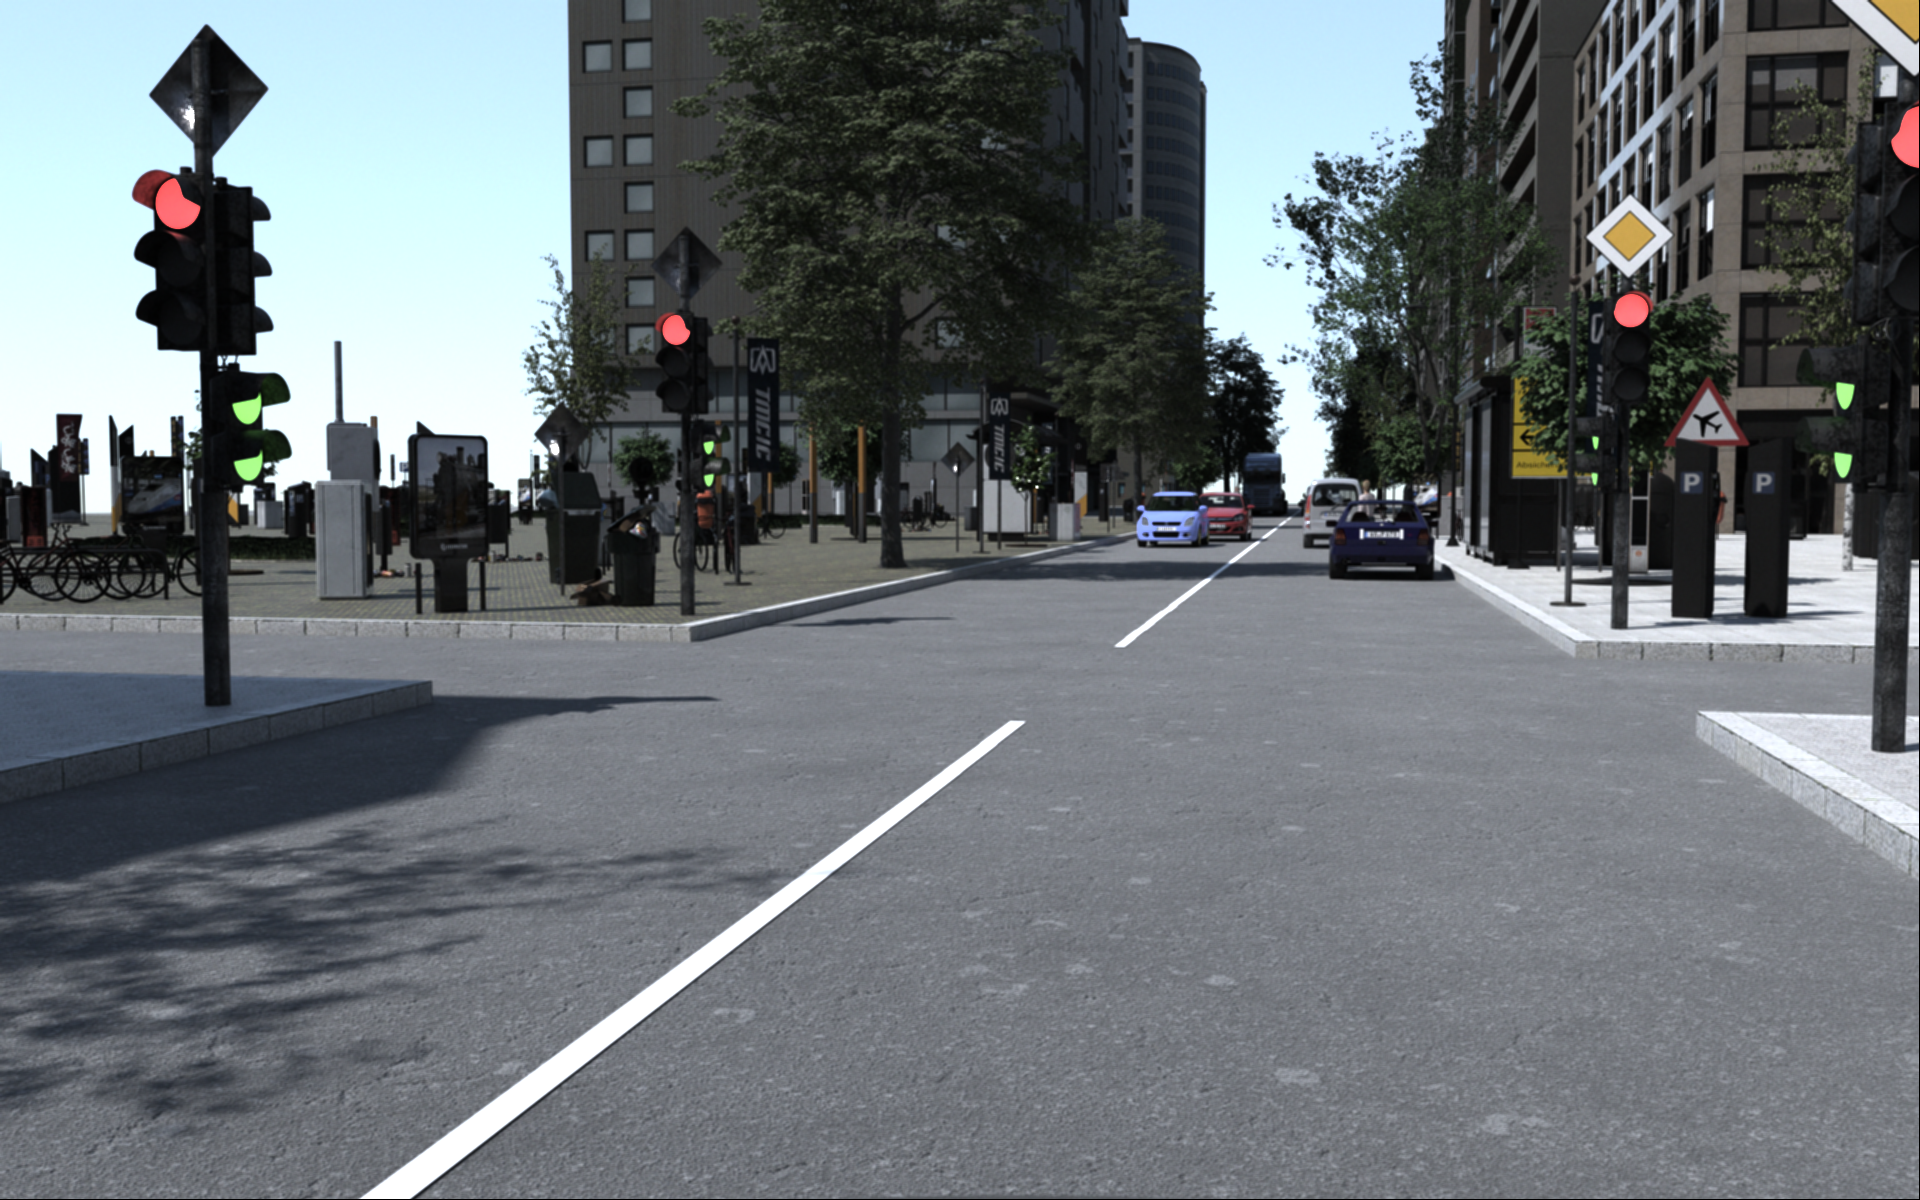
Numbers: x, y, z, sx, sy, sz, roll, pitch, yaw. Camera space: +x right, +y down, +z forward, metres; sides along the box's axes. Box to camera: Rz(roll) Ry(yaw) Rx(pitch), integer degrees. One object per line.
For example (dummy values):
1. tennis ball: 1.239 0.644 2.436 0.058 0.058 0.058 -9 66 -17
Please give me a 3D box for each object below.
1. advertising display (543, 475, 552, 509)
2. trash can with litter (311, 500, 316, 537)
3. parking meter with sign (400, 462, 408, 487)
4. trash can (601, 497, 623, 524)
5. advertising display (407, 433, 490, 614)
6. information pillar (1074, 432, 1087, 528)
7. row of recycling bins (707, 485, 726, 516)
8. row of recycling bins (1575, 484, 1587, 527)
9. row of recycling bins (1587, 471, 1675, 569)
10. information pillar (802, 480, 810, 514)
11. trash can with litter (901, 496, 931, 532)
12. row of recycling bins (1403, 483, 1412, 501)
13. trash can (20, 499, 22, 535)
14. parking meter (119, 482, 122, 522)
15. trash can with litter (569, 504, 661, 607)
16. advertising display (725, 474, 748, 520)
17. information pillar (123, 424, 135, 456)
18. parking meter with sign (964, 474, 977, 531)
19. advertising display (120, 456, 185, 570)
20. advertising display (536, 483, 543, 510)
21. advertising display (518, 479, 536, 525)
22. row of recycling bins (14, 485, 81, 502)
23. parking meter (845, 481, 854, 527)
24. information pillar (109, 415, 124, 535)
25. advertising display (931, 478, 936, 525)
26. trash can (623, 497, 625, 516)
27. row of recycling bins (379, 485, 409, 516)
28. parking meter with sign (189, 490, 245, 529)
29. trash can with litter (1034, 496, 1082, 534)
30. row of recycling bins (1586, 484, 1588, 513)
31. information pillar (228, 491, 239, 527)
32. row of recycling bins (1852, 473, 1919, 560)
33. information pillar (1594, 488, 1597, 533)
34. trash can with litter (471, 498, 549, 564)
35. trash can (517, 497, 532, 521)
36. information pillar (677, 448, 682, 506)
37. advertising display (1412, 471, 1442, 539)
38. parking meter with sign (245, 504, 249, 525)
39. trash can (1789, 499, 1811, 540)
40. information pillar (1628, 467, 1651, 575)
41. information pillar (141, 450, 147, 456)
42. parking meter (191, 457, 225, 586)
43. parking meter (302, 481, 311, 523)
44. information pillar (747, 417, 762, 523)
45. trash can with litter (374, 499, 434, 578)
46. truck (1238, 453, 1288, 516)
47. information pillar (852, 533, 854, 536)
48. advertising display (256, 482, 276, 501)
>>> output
1. advertising display: -13.054 -3.135 56.474 0.974 1.923 0.123 1 4 19
2. trash can with litter: -15.202 -1.879 42.110 1.055 1.170 0.624 1 4 11
3. parking meter with sign: -30.316 -6.043 95.060 0.543 3.016 1.738 -1 4 -10
4. trash can: -14.084 -3.524 69.271 0.748 1.137 0.748 0 3 0
5. advertising display: -5.543 -0.832 18.818 0.123 1.923 0.974 3 4 36
6. information pillar: 4.493 -4.483 64.649 0.504 3.616 0.183 0 4 1
7. row of recycling bins: -10.774 -4.286 77.194 1.069 1.692 3.534 0 4 -3
8. row of recycling bins: 24.966 -3.776 68.857 1.069 1.692 3.534 0 4 -3
9. row of recycling bins: 12.122 -1.471 31.164 1.069 1.692 3.534 1 4 13
10. information pillar: -7.864 -5.137 88.474 0.304 2.012 0.304 2 4 34
11. trash can with litter: -1.757 -2.956 59.389 1.678 1.210 2.233 2 4 33
12. row of recycling bins: 15.845 -3.217 59.709 1.069 1.692 3.534 1 4 18
13. trash can: -29.368 -2.608 54.298 0.748 1.137 0.748 0 3 0
14. parking meter: -37.929 -4.439 78.284 0.399 1.863 0.255 1 4 16
15. trash can with litter: -3.977 -0.519 19.877 1.055 1.170 0.624 1 4 15
16. advertising display: -6.945 -3.044 54.981 0.974 1.923 0.123 -1 4 -18
17. information pillar: -27.771 -4.064 57.796 0.504 3.616 0.183 -1 4 -18
18. parking meter with sign: 0.914 -3.953 60.891 1.738 3.016 0.543 -3 5 -42
19. advertising display: -13.726 -1.483 29.466 0.974 1.923 0.123 -2 4 -34
20. advertising display: -23.883 -5.714 98.641 0.974 1.923 0.123 3 5 44
21. advertising display: -18.146 -4.107 72.358 0.974 1.923 0.123 3 5 45
22. row of recycling bins: -41.623 -4.401 79.069 1.069 1.692 3.534 1 4 17
23. parking meter: -4.290 -3.764 67.257 0.255 1.863 0.399 1 4 19
24. information pillar: -25.160 -3.681 51.541 0.183 3.616 0.504 -1 4 -8
25. advertising display: -1.091 -4.053 71.478 0.123 1.923 0.974 0 4 -8
26. trash can: -17.241 -4.626 87.293 0.748 1.137 0.748 0 3 0
27. row of recycling bins: -27.711 -4.565 81.745 3.534 1.692 1.069 0 4 -5
28. parking meter with sign: -27.170 -4.091 63.150 1.738 3.016 0.543 -1 4 -11
29. trash can with litter: 2.764 -2.704 55.274 2.233 1.210 1.678 1 4 19
30. row of recycling bins: 16.072 -2.102 41.473 1.069 1.692 3.534 0 4 6
31. information pillar: -28.065 -4.619 66.879 0.504 3.616 0.183 1 4 22
32. row of recycling bins: 18.730 -1.715 35.151 1.069 1.692 3.534 1 4 19
33. information pillar: 21.075 -3.207 56.919 0.304 2.012 0.304 -1 4 -11
34. trash can with litter: -8.493 -1.351 33.141 1.678 1.210 2.233 2 4 33
35. trash can: -20.645 -4.317 82.228 0.748 1.137 0.748 0 3 0
36. information pillar: -14.051 -5.887 87.612 0.504 3.616 0.183 1 4 9
37. advertising display: 13.319 -2.708 49.485 0.123 1.923 0.974 -2 4 -34
38. parking meter with sign: -30.089 -4.576 71.083 0.543 3.016 1.738 2 4 31
39. trash can: 23.329 -2.247 48.387 0.748 1.137 0.748 0 3 0
40. information pillar: 10.853 -1.420 27.717 0.304 2.012 0.304 1 4 12
41. information pillar: -43.344 -6.158 92.038 0.504 3.616 0.183 2 4 29
42. parking meter: -10.540 -1.137 24.298 0.399 1.863 0.255 0 4 -6
43. parking meter: -28.535 -4.284 75.749 0.399 1.863 0.255 -1 4 -13
44. information pillar: -6.266 -3.755 52.744 0.183 3.616 0.504 3 5 44
45. trash can with litter: -8.984 -0.991 27.265 1.678 1.210 2.233 -1 4 -22
46. truck: 21.168 -7.938 119.551 2.967 4.110 18.799 1 4 12
47. information pillar: -3.222 -3.778 53.127 0.183 3.616 0.504 0 4 -3
48. advertising display: -38.336 -5.535 95.703 0.974 1.923 0.123 -2 4 -26
